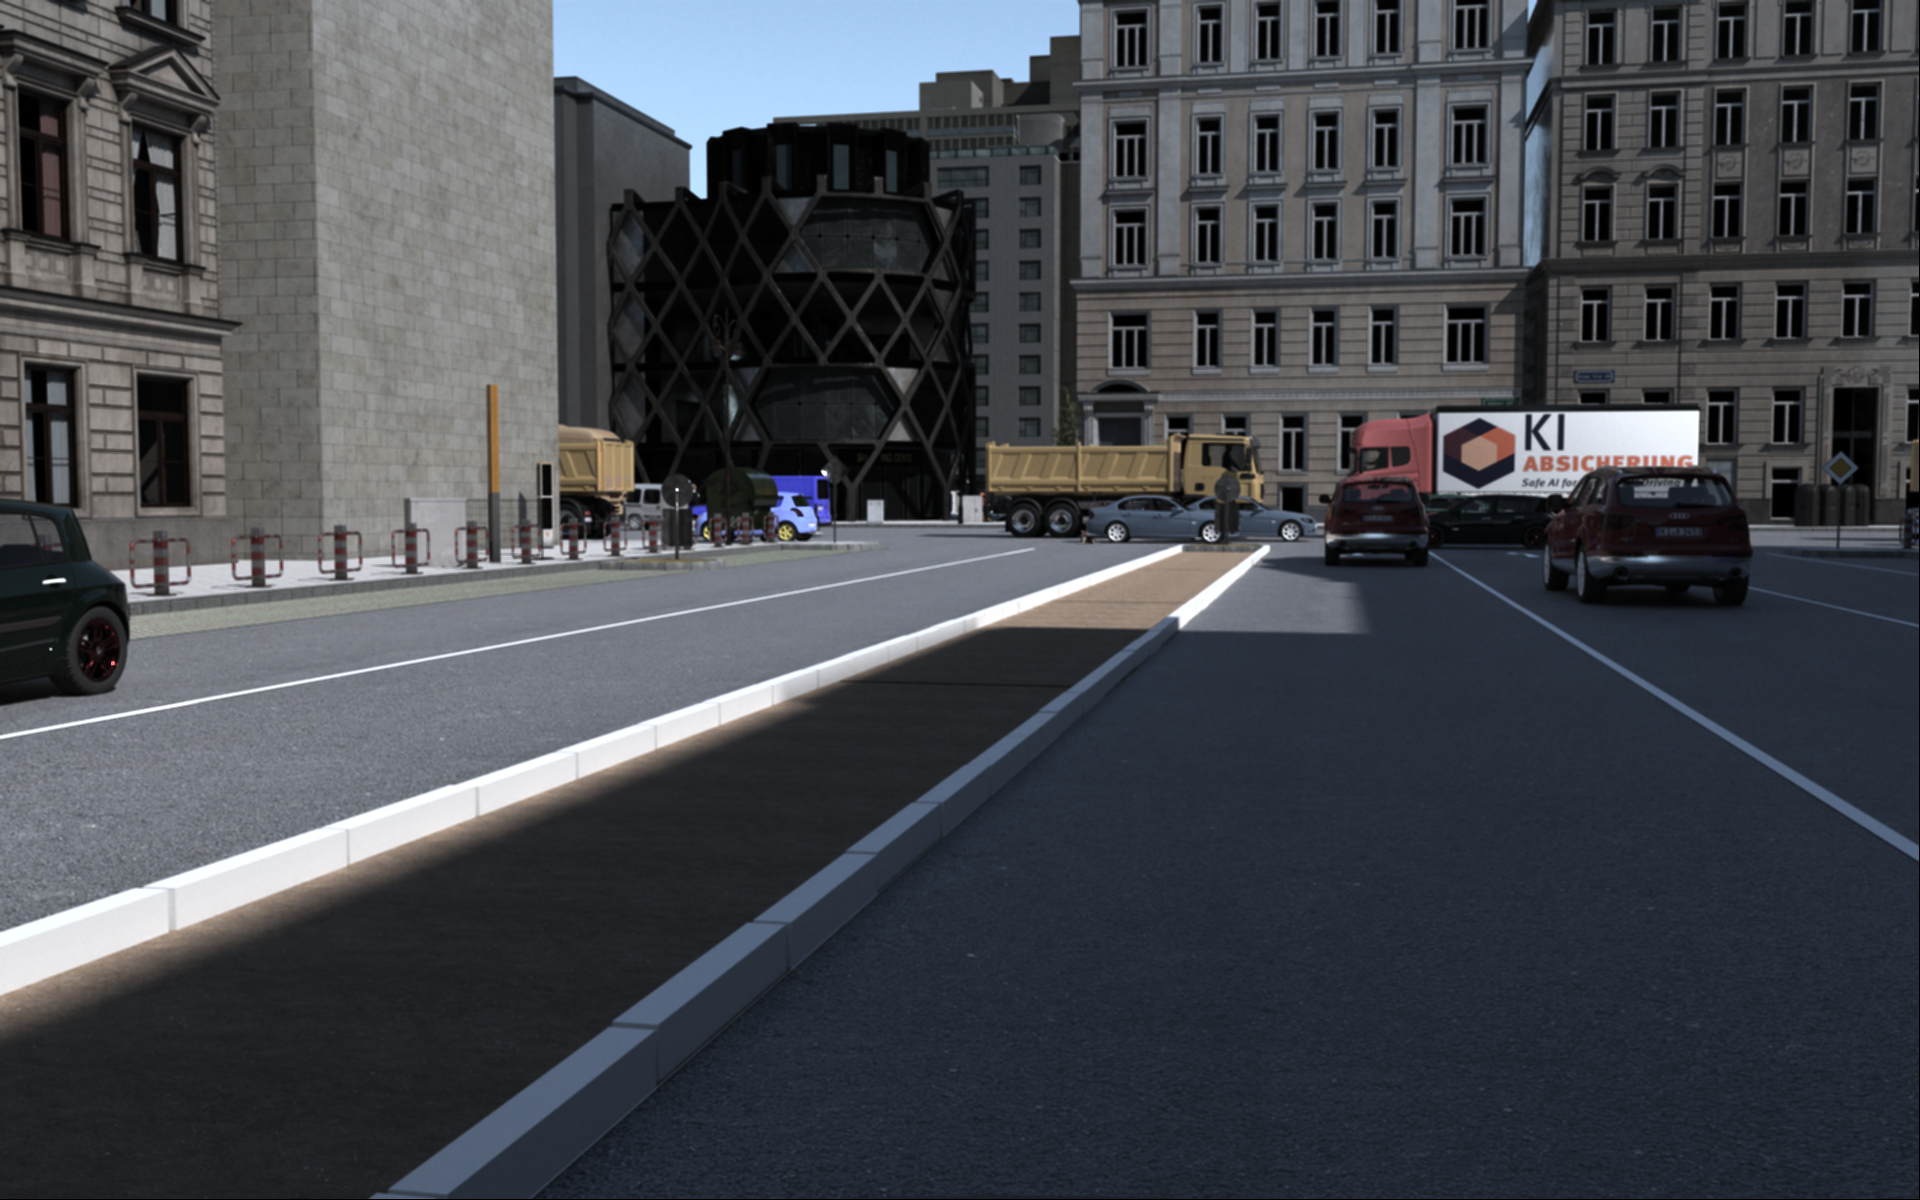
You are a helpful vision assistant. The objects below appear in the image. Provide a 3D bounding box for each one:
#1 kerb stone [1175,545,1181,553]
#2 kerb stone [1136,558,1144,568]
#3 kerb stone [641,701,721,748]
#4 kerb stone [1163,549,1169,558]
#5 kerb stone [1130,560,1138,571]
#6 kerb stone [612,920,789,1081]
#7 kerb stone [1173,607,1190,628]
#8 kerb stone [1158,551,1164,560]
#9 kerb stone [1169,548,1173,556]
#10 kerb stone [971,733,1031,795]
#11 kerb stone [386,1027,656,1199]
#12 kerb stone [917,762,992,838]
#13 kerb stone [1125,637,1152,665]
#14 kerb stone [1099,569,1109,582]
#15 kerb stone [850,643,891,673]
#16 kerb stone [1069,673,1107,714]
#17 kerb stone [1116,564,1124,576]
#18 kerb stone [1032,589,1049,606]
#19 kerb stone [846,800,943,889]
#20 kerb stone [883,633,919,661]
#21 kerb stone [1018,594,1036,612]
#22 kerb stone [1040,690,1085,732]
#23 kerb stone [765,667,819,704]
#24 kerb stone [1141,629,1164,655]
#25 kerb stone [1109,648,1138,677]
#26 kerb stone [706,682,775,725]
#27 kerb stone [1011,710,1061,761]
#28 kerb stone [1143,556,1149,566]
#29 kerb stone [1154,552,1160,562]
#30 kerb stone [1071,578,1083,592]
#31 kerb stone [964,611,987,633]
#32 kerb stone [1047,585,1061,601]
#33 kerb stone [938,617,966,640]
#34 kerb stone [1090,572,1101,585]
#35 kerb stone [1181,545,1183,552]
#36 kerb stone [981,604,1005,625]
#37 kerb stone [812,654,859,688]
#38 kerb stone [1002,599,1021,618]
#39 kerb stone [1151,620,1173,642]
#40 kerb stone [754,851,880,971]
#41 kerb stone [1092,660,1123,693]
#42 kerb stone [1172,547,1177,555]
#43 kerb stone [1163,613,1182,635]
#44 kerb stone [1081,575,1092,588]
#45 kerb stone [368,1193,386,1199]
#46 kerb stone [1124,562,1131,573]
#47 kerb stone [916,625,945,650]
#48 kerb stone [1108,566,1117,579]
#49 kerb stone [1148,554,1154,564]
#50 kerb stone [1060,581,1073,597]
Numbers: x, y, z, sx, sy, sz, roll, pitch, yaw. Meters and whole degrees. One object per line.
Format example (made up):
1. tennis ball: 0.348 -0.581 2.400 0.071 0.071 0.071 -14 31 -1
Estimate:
1. kerb stone: 5.099 -1.170 41.327 0.120 0.150 1.000 1 4 12
2. kerb stone: 3.366 -0.678 33.284 0.120 0.150 1.000 1 4 12
3. kerb stone: -1.645 0.740 10.163 0.120 0.150 1.000 1 4 12
4. kerb stone: 4.452 -0.986 38.314 0.120 0.150 1.000 1 4 12
5. kerb stone: 3.146 -0.617 32.277 0.120 0.150 1.000 1 4 12
6. kerb stone: -0.682 1.071 4.690 0.120 0.150 1.000 1 4 12
7. kerb stone: 2.368 0.210 18.768 0.120 0.150 1.000 1 4 12
8. kerb stone: 4.238 -0.924 37.308 0.120 0.150 1.000 1 4 12
9. kerb stone: 4.671 -1.046 39.316 0.120 0.150 1.000 1 4 12
10. kerb stone: 0.197 0.828 8.713 0.120 0.150 1.000 1 4 12
11. kerb stone: -0.894 1.136 3.685 0.120 0.150 1.000 1 4 12
12. kerb stone: -0.023 0.886 7.711 0.120 0.150 1.000 1 4 12
13. kerb stone: 1.499 0.455 14.749 0.120 0.150 1.000 1 4 12
14. kerb stone: 2.271 -0.370 28.264 0.120 0.150 1.000 1 4 12
15. kerb stone: -0.773 0.490 14.184 0.120 0.150 1.000 1 4 12
16. kerb stone: 0.851 0.641 11.728 0.120 0.150 1.000 1 4 12
17. kerb stone: 2.707 -0.494 30.273 0.120 0.150 1.000 1 4 12
18. kerb stone: 0.969 -0.002 22.229 0.120 0.150 1.000 1 4 12
19. kerb stone: -0.247 0.947 6.705 0.120 0.150 1.000 1 4 12
20. kerb stone: -0.557 0.429 15.187 0.120 0.150 1.000 1 4 12
21. kerb stone: 0.755 0.060 21.209 0.120 0.150 1.000 1 4 12
22. kerb stone: 0.627 0.702 10.719 0.120 0.150 1.000 1 4 12
23. kerb stone: -1.210 0.614 12.172 0.120 0.150 1.000 1 4 12
24. kerb stone: 1.723 0.397 15.751 0.120 0.150 1.000 1 4 12
25. kerb stone: 1.273 0.525 13.740 0.120 0.150 1.000 1 4 12
26. kerb stone: -1.428 0.675 11.165 0.120 0.150 1.000 1 4 12
27. kerb stone: 0.412 0.769 9.716 0.120 0.150 1.000 1 4 12
28. kerb stone: 3.584 -0.739 34.293 0.120 0.150 1.000 1 4 12
29. kerb stone: 4.019 -0.860 36.301 0.120 0.150 1.000 1 4 12
30. kerb stone: 1.627 -0.187 25.254 0.120 0.150 1.000 1 4 12
31. kerb stone: 0.101 0.248 18.194 0.120 0.150 1.000 1 4 12
32. kerb stone: 1.185 -0.064 23.243 0.120 0.150 1.000 1 4 12
33. kerb stone: -0.125 0.307 17.193 0.120 0.150 1.000 1 4 12
34. kerb stone: 2.059 -0.310 27.259 0.120 0.150 1.000 1 4 12
35. kerb stone: 5.323 -1.231 42.328 0.120 0.150 1.000 1 4 12
36. kerb stone: 0.314 0.184 19.198 0.120 0.150 1.000 1 4 12
37. kerb stone: -0.984 0.553 13.179 0.120 0.150 1.000 1 4 12
38. kerb stone: 0.531 0.122 20.206 0.120 0.150 1.000 1 4 12
39. kerb stone: 1.931 0.333 16.755 0.120 0.150 1.000 1 4 12
40. kerb stone: -0.459 1.010 5.693 0.120 0.150 1.000 1 4 12
41. kerb stone: 1.061 0.583 12.733 0.120 0.150 1.000 1 4 12
42. kerb stone: 4.883 -1.105 40.324 0.120 0.150 1.000 1 4 12
43. kerb stone: 2.150 0.271 17.766 0.120 0.150 1.000 1 4 12
44. kerb stone: 1.833 -0.246 26.259 0.120 0.150 1.000 1 4 12
45. kerb stone: -1.117 1.193 2.683 0.120 0.150 1.000 1 4 12
46. kerb stone: 2.924 -0.555 31.276 0.120 0.150 1.000 1 4 12
47. kerb stone: -0.335 0.373 16.189 0.120 0.150 1.000 1 4 12
48. kerb stone: 2.491 -0.433 29.268 0.120 0.150 1.000 1 4 12
49. kerb stone: 3.801 -0.798 35.299 0.120 0.150 1.000 1 4 12
50. kerb stone: 1.409 -0.126 24.251 0.120 0.150 1.000 1 4 12
